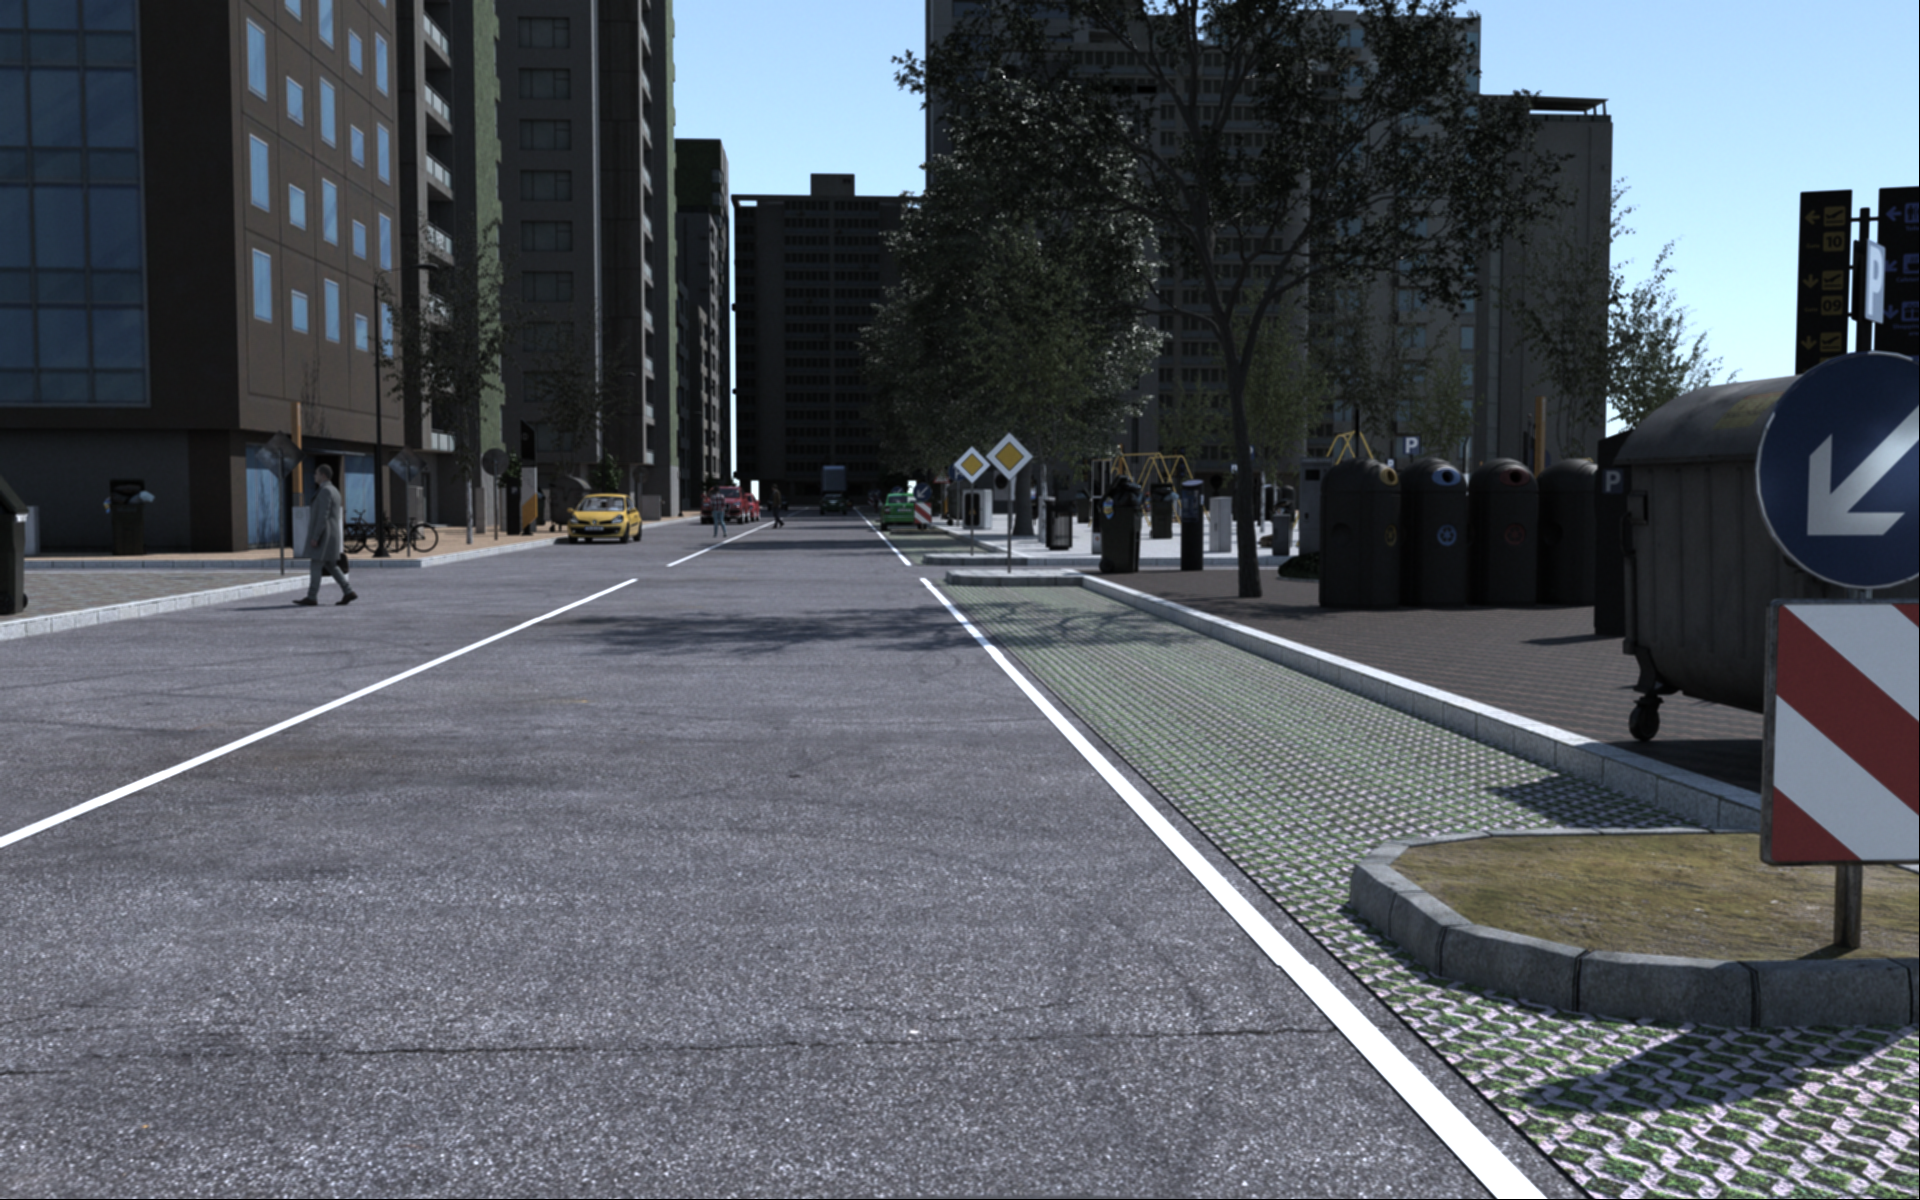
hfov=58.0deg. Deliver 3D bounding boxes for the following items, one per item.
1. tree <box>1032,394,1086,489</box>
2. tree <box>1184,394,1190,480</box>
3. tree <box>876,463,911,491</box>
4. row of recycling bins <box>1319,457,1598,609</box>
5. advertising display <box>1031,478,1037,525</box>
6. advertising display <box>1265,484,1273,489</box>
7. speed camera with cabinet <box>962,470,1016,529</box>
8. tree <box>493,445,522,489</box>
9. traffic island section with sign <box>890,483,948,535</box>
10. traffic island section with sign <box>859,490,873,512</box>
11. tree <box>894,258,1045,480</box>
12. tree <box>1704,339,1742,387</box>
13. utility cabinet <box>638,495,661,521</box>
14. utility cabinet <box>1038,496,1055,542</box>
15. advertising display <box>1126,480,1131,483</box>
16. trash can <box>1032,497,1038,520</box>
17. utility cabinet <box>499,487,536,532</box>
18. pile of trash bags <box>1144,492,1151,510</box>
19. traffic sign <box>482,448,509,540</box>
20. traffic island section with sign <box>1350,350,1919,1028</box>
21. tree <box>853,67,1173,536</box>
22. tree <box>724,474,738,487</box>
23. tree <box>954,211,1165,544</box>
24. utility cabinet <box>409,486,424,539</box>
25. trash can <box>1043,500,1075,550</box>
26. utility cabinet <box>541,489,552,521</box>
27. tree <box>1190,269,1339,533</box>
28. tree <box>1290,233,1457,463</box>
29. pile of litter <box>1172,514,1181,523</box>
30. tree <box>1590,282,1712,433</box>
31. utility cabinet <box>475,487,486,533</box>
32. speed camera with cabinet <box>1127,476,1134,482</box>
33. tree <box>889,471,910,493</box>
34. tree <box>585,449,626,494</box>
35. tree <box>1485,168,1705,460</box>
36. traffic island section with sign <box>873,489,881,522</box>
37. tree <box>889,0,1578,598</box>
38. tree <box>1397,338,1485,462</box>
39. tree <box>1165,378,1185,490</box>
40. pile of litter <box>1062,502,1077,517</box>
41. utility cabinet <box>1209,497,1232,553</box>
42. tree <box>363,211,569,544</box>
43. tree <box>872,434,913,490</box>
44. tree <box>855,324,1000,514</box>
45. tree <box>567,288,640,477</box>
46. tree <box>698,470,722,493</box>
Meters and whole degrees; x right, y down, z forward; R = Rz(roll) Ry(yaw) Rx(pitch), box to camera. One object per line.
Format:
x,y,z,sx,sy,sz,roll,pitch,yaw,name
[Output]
4.489,-8.568,90.448,4.360,8.622,3.978,0,3,0,tree
15.175,-8.701,92.623,4.737,8.622,4.395,0,3,0,tree
-6.082,-10.739,159.302,4.285,4.588,4.351,0,3,0,tree
5.826,-0.787,19.976,3.534,1.692,1.069,-1,4,-13,row of recycling bins
2.731,-4.018,70.914,0.974,1.923,0.123,-3,4,-36,advertising display
19.605,-6.489,111.308,0.974,1.923,0.123,0,4,-8,advertising display
1.071,-4.208,63.141,2.038,3.252,0.660,2,4,34,speed camera with cabinet
-17.466,-4.504,68.248,1.663,3.219,1.824,0,3,0,tree
-1.466,-3.216,61.204,1.989,1.847,2.006,0,4,-4,traffic island section with sign
-8.561,-9.540,164.607,1.989,1.847,2.006,0,4,-4,traffic island section with sign
0.661,-9.768,77.832,7.486,12.596,7.792,0,3,0,tree
27.484,-7.123,66.825,4.360,8.622,3.978,0,3,0,tree
-14.975,-4.429,83.574,1.020,1.237,0.306,0,4,-3,utility cabinet
2.330,-2.151,46.323,0.306,1.237,1.020,1,4,13,utility cabinet
7.625,-4.538,79.402,0.123,1.923,0.974,-1,4,-18,advertising display
3.645,-4.634,87.422,0.748,1.137,0.748,0,3,0,trash can
-14.950,-3.049,58.537,1.173,1.500,0.318,-2,4,-30,utility cabinet
10.602,-4.781,87.928,1.912,1.369,3.447,-3,4,-38,pile of trash bags
-12.920,-2.939,48.158,0.768,2.556,0.104,0,4,1,traffic sign
2.369,0.186,5.580,1.989,1.847,2.006,0,4,-4,traffic island section with sign
2.061,-8.973,53.364,9.857,13.997,8.962,0,3,0,tree
-21.728,-10.306,163.111,1.663,3.219,1.824,0,3,0,tree
2.079,-5.740,44.208,4.737,8.622,4.395,0,3,0,tree
-15.391,-2.465,48.975,0.318,1.500,1.173,-1,4,-9,utility cabinet
2.268,-1.713,39.655,0.748,1.137,0.748,0,3,0,trash can
-19.346,-4.399,80.604,1.173,1.500,0.318,-1,4,-16,utility cabinet
10.325,-6.552,57.483,4.737,8.622,4.395,0,3,0,tree
11.361,-6.001,48.477,4.360,8.622,3.978,0,3,0,tree
9.541,-3.929,78.211,1.719,0.858,1.176,0,4,1,pile of litter
24.110,-6.772,61.084,4.737,8.622,4.395,0,3,0,tree
-15.665,-2.929,56.571,0.318,1.500,1.173,-1,4,-13,utility cabinet
7.970,-5.788,88.965,2.038,3.252,0.660,-2,4,-33,speed camera with cabinet
-4.987,-9.298,146.624,1.663,3.219,1.824,0,3,0,tree
-15.076,-4.822,73.445,1.663,3.219,1.824,0,3,0,tree
14.308,-5.483,40.003,4.360,8.622,3.978,0,3,0,tree
-3.305,-4.860,88.096,1.989,1.847,2.006,0,4,-4,traffic island section with sign
3.565,-5.333,21.607,8.767,10.594,7.601,-1,4,-13,tree
22.936,-8.078,82.432,4.737,8.622,4.395,0,3,0,tree
13.785,-9.449,104.848,4.737,8.622,4.395,0,3,0,tree
6.233,-5.243,99.681,1.176,0.858,1.719,1,4,18,pile of litter
5.770,-1.668,38.430,0.306,1.237,1.020,0,4,-4,utility cabinet
-12.824,-5.740,44.206,4.360,8.622,3.978,0,3,0,tree
-5.615,-12.356,152.384,4.737,8.622,4.395,0,3,0,tree
-1.649,-12.348,112.254,12.009,13.543,11.850,0,3,0,tree
-14.048,-6.886,62.945,4.360,8.622,3.978,0,3,0,tree
-19.604,-8.577,134.839,1.663,3.219,1.824,0,3,0,tree
